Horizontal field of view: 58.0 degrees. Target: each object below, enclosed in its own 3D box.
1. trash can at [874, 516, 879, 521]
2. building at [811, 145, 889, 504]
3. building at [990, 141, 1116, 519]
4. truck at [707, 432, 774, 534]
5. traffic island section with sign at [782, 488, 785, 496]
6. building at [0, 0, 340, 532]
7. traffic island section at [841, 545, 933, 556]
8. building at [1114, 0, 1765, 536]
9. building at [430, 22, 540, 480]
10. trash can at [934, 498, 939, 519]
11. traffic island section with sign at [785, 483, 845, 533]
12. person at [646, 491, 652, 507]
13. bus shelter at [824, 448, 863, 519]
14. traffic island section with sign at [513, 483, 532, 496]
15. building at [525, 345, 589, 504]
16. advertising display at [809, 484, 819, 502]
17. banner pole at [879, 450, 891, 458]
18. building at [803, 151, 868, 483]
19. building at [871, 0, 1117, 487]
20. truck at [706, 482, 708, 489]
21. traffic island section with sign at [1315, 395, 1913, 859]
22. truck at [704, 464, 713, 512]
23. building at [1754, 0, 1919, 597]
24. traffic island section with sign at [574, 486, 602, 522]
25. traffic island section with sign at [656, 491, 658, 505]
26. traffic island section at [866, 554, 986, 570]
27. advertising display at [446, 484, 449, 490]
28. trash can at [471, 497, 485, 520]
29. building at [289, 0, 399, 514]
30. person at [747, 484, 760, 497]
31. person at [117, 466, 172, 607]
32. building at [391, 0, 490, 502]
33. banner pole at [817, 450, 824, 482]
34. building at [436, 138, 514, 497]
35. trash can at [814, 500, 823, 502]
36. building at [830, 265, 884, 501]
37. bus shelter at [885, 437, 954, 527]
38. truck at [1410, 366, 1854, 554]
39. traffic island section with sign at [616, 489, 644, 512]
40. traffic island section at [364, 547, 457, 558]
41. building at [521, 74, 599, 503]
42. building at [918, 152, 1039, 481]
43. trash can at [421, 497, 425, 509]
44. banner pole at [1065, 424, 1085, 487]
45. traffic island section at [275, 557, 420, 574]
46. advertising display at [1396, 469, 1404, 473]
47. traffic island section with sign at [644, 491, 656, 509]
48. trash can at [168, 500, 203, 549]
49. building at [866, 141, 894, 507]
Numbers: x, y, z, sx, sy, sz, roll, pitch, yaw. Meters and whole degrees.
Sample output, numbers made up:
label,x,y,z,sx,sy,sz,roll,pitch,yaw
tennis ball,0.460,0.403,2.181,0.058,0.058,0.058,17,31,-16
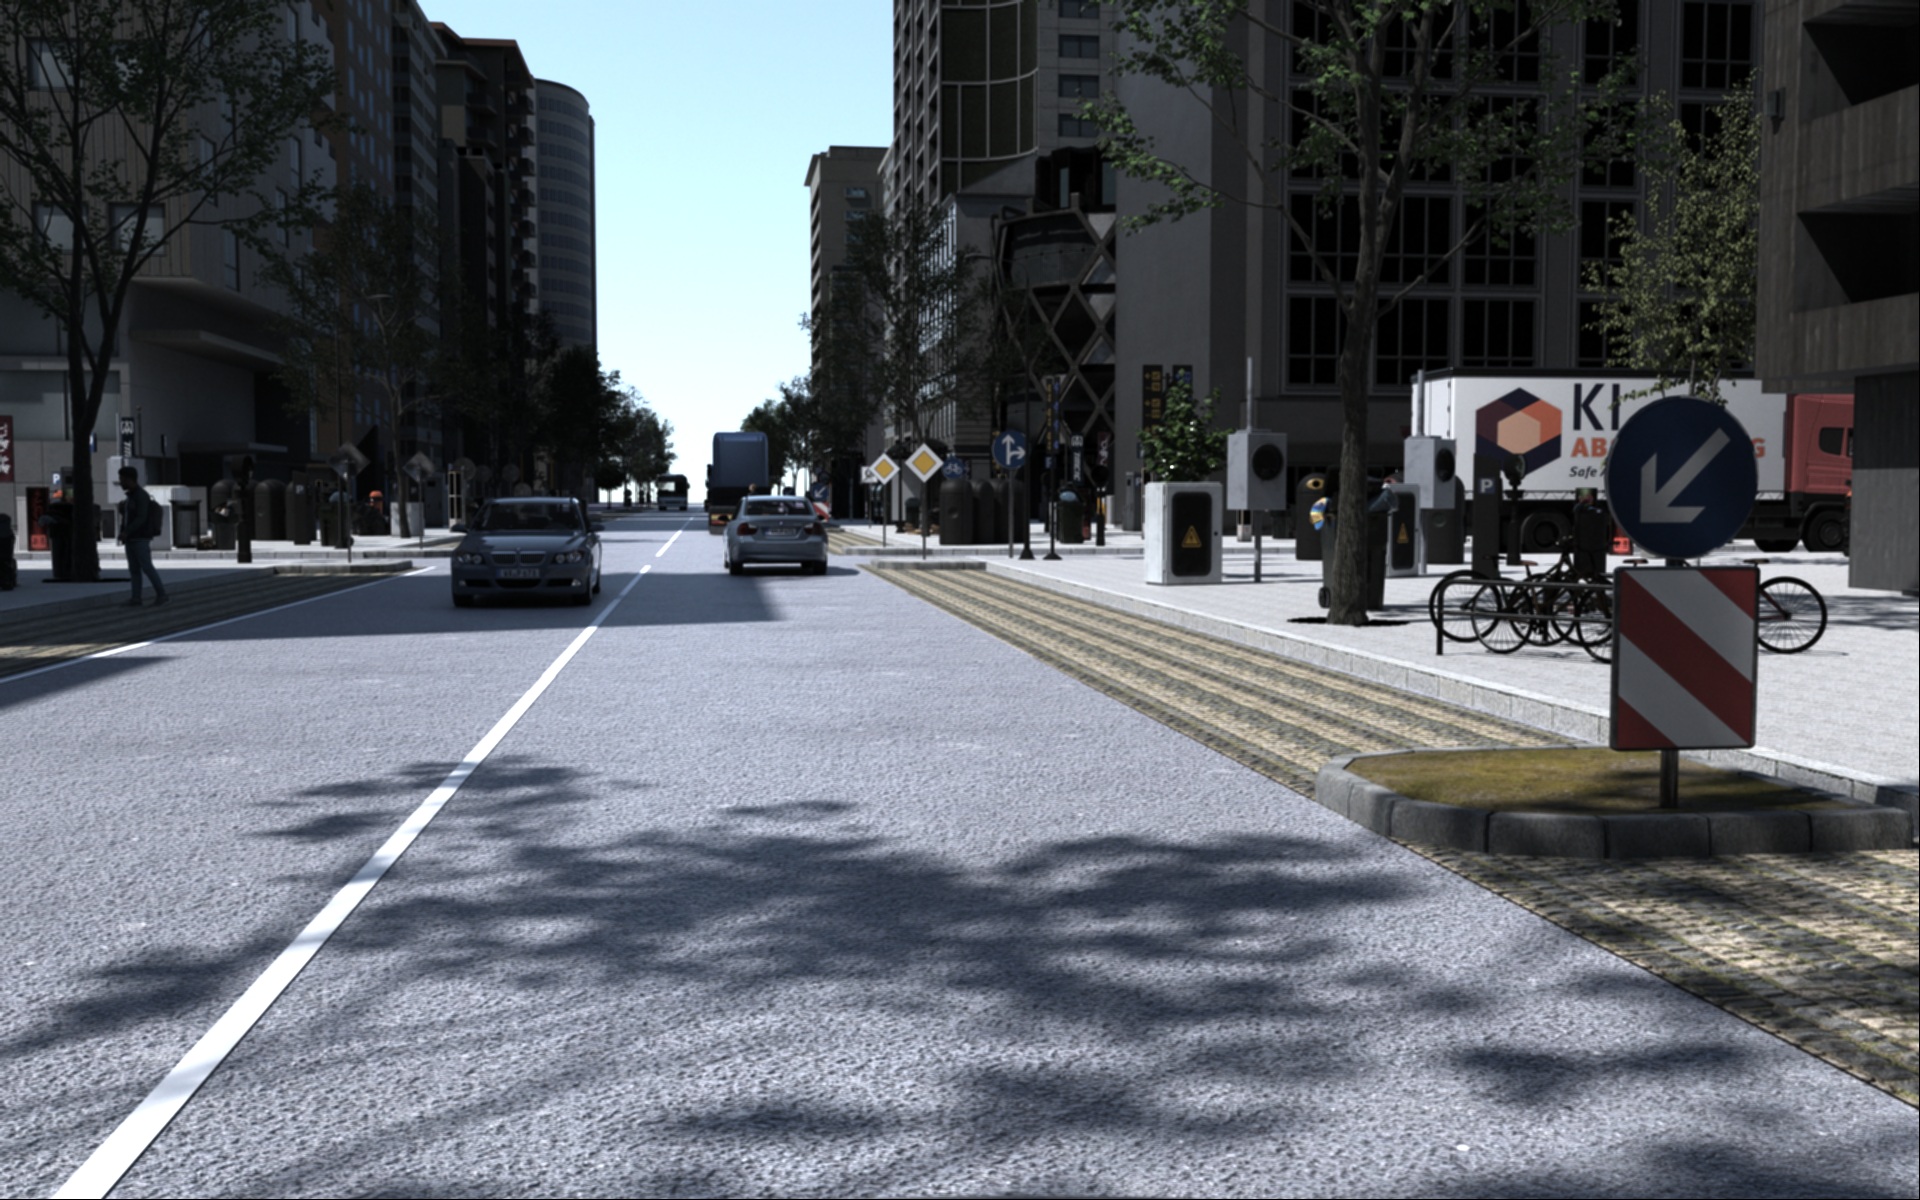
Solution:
label,x,y,z,sx,sy,sz,roll,pitch,yaw
trash can,-3.778,-4.314,82.192,0.748,1.137,0.748,0,3,0
building,-9.146,-37.570,237.972,21.300,48.544,21.600,0,4,-8
building,9.831,-13.733,91.987,16.820,18.784,16.811,0,4,-8
truck,-8.742,-4.867,69.335,2.967,4.110,18.799,0,4,-8
traffic island section with sign,-9.123,-5.036,90.962,1.989,1.847,2.006,0,4,-8
building,-41.234,-29.331,68.807,28.713,52.752,27.495,0,4,-8
traffic island section,-1.802,-1.191,41.750,2.009,0.180,2.903,0,4,-8
building,18.533,-16.230,58.872,24.014,27.812,14.314,0,4,-8
building,-51.987,-31.136,163.697,22.147,44.769,28.867,0,4,-8
trash can,-0.531,-2.915,59.319,0.748,1.137,0.748,0,3,0
traffic island section with sign,-5.346,-3.403,64.271,1.989,1.847,2.006,0,4,-8
person,-31.885,-10.325,177.754,0.568,1.767,0.683,1,4,19
bus shelter,-6.158,-6.152,91.873,1.731,3.624,6.357,0,4,-8
traffic island section with sign,-15.677,-3.278,62.216,1.989,1.847,2.006,0,4,-8
building,-61.564,-22.712,216.381,27.650,21.520,28.899,0,4,-8
advertising display,-9.232,-6.520,111.818,0.974,1.923,0.123,-1,4,-13
banner pole,-4.329,-6.637,98.529,0.863,3.779,0.401,-1,4,-16
building,-8.512,-41.189,262.681,28.713,52.752,27.495,0,4,-8
building,3.216,-43.547,150.249,20.563,71.187,20.611,0,4,-8
truck,-29.840,-13.463,216.047,3.469,3.379,9.791,-1,4,-9
traffic island section with sign,2.695,0.055,7.728,1.989,1.847,2.006,0,4,-8
truck,-20.587,-9.738,148.970,2.967,4.110,18.799,0,4,-7
building,17.863,-15.227,20.665,14.160,30.474,14.107,0,4,-8
traffic island section with sign,-19.515,-4.932,89.263,1.989,1.847,2.006,0,4,-8
traffic island section with sign,-37.973,-12.870,219.056,1.989,1.847,2.006,0,4,-8
traffic island section,-0.678,-0.707,33.844,2.009,0.180,2.903,0,4,-8
advertising display,-32.891,-6.503,111.532,0.123,1.923,0.974,2,4,24
trash can,-20.928,-3.874,74.989,0.748,1.137,0.748,0,3,0
building,-40.534,-27.407,98.215,14.600,45.320,14.200,0,4,-8
person,-6.887,-3.016,58.231,0.534,1.772,0.576,1,4,18
person,-10.380,-0.796,21.855,0.623,1.781,0.721,3,4,38
building,-50.446,-26.328,122.343,32.217,40.220,23.993,0,4,-8
banner pole,-7.704,-6.579,97.585,0.401,3.779,0.863,0,4,-2
building,-44.921,-22.717,143.122,14.160,30.474,14.107,0,4,-8
trash can,-8.077,-5.384,99.676,0.748,1.137,0.748,0,3,0
building,-9.633,-27.425,220.098,14.160,30.474,14.107,0,4,-8
bus shelter,-1.587,-4.294,64.133,2.014,3.302,5.546,0,4,-8
truck,16.179,-3.113,39.817,11.283,4.237,2.839,0,4,-6
traffic island section with sign,-26.581,-7.970,138.929,1.989,1.847,2.006,0,4,-8
traffic island section,-12.536,-1.098,40.234,2.009,0.180,2.903,0,4,-8
building,-62.743,-42.928,243.873,21.231,58.520,28.212,0,4,-8
building,3.036,-15.905,109.203,9.793,20.994,18.267,0,4,-8
trash can,-29.056,-5.015,93.657,0.748,1.137,0.748,0,3,0
banner pole,4.023,-4.393,61.845,0.863,3.779,0.401,0,4,4
traffic island section,-11.412,-0.615,32.328,2.009,0.180,2.903,0,4,-8
advertising display,11.717,-2.483,45.810,0.123,1.923,0.974,2,4,31
traffic island section with sign,-30.435,-9.625,165.988,1.989,1.847,2.006,0,4,-8
trash can,-18.251,-1.785,40.837,0.748,1.137,0.748,0,3,0
building,5.144,-29.542,174.885,32.217,40.220,23.993,0,4,-8
